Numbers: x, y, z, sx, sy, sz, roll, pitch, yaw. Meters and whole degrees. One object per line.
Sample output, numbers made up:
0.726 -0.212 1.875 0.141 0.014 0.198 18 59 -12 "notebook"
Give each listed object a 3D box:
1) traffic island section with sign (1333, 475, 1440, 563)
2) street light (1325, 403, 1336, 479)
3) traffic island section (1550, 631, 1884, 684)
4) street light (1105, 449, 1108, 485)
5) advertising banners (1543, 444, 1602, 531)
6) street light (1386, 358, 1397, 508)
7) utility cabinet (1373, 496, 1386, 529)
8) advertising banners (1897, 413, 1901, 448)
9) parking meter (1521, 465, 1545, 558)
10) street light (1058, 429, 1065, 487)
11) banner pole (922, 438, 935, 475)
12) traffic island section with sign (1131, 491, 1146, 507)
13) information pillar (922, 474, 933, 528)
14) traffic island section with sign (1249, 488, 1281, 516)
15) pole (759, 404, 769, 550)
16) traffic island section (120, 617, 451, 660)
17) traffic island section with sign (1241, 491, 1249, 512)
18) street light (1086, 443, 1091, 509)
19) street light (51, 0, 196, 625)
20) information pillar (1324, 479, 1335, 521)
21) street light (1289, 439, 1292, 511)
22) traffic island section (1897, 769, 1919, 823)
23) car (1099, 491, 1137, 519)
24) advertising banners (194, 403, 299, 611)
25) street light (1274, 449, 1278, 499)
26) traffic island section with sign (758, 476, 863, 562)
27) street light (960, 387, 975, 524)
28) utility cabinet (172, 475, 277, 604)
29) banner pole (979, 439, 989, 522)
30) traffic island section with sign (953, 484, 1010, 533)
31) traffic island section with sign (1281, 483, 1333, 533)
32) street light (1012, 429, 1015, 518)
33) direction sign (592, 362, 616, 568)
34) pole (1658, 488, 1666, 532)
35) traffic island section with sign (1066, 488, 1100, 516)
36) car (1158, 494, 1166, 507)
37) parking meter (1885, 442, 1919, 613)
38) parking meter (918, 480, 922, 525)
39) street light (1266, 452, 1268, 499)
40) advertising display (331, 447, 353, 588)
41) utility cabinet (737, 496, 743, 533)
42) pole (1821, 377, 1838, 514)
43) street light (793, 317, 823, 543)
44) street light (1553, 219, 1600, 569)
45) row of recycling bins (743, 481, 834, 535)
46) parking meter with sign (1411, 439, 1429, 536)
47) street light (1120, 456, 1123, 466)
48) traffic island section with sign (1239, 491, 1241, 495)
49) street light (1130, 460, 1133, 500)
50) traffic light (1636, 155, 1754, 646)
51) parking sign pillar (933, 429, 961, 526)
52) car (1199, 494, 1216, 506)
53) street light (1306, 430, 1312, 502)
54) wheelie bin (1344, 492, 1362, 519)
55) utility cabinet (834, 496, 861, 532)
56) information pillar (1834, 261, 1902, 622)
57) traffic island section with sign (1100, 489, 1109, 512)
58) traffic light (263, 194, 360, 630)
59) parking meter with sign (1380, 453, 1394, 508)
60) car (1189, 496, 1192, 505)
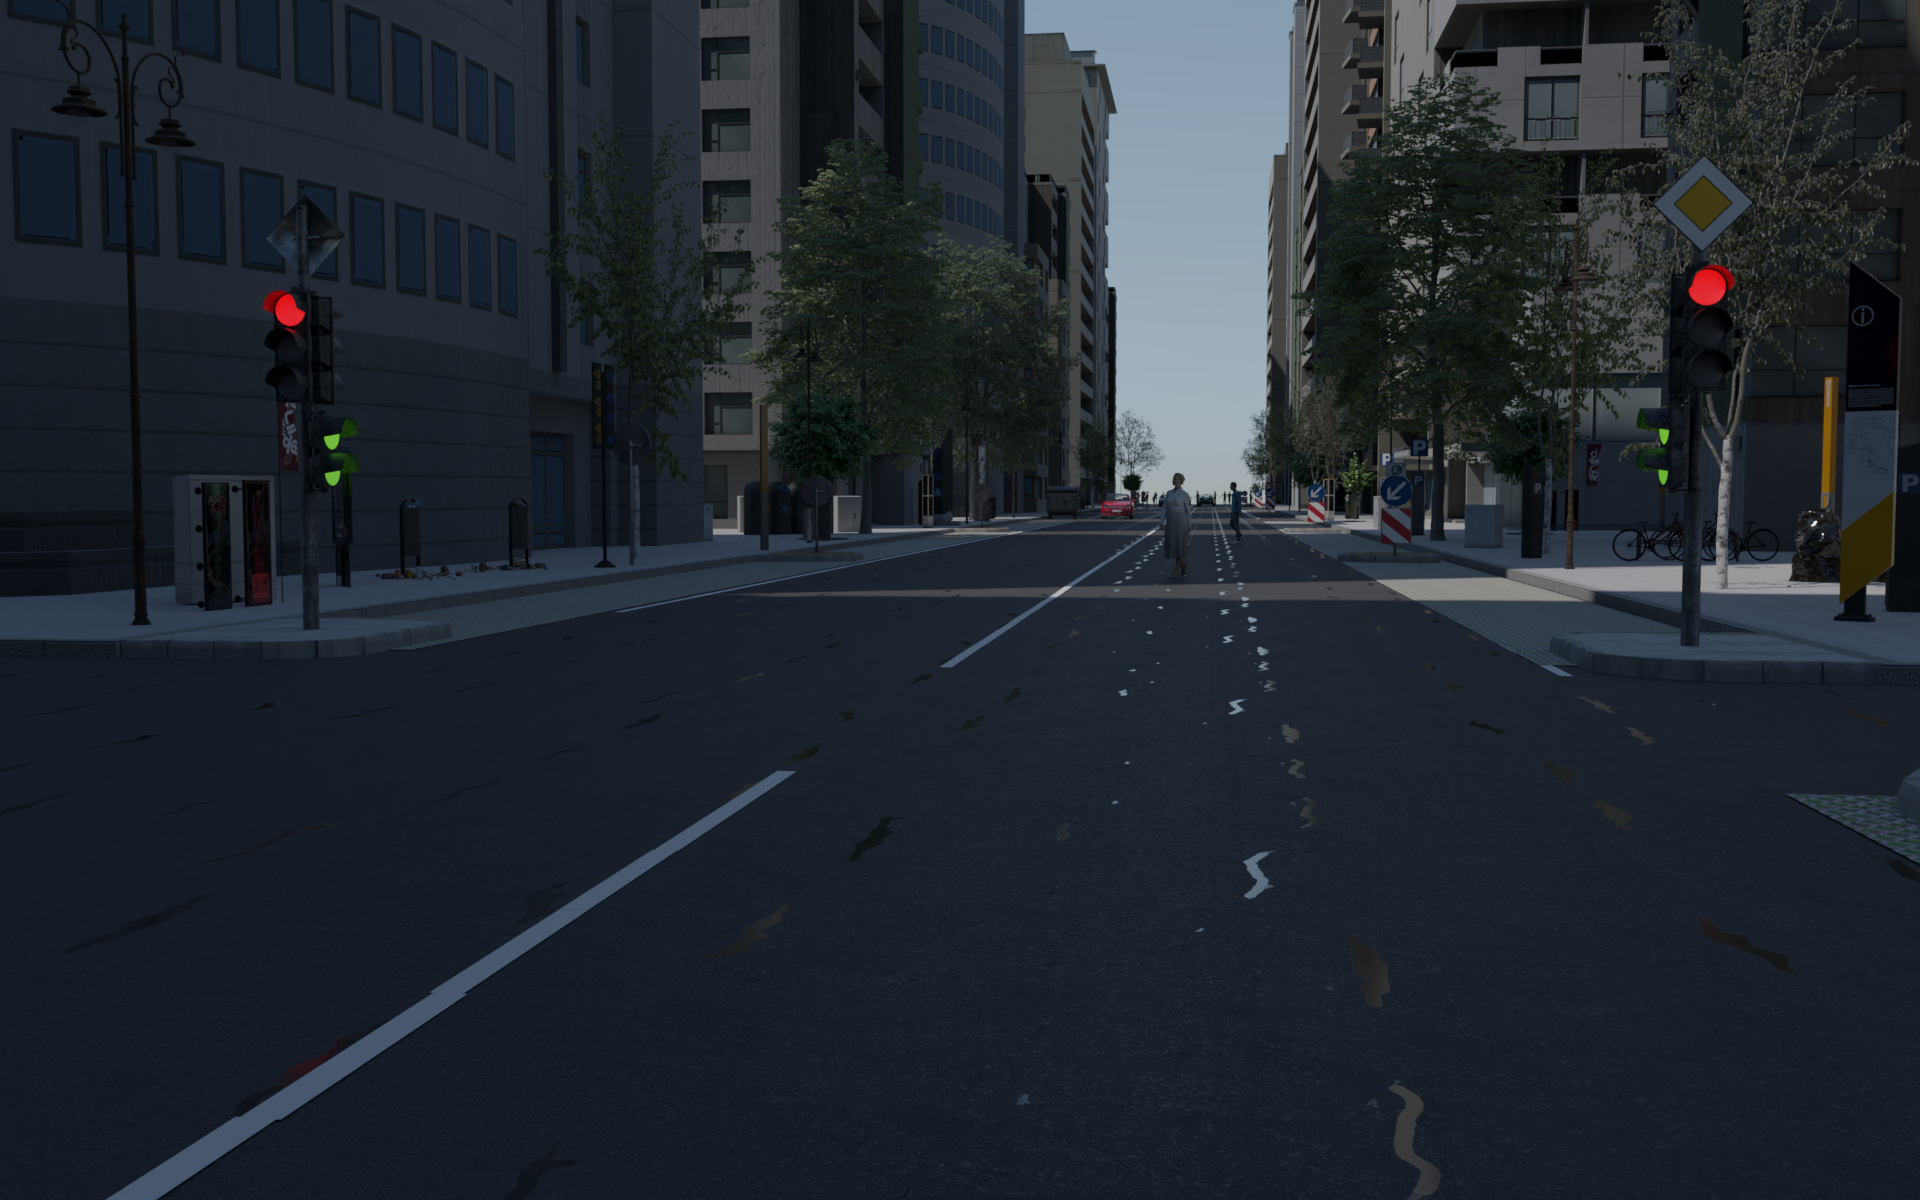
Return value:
9.079 -1.725 36.827 1.989 1.847 2.006 1 4 8 "traffic island section with sign"
18.727 -7.030 87.727 0.468 5.910 1.993 1 4 8 "street light"
6.194 0.467 14.647 2.009 0.180 2.903 1 4 8 "traffic island section"
14.758 -12.371 175.059 0.468 5.910 1.993 1 4 8 "street light"
21.236 -3.913 60.170 2.074 3.025 0.090 0 4 1 "advertising banners"
14.538 -5.237 58.415 0.468 5.910 1.993 1 4 8 "street light"
15.360 -3.195 63.408 0.306 1.237 1.020 0 4 4 "utility cabinet"
20.120 -2.493 36.941 0.090 3.025 2.074 1 4 18 "advertising banners"
11.451 -1.768 34.614 0.399 1.863 0.255 -2 4 -29 "parking meter"
7.053 -9.081 121.263 0.468 5.910 1.993 1 4 8 "street light"
-1.361 -5.305 76.753 0.863 3.779 0.401 -3 5 -42 "banner pole"
19.888 -11.512 196.847 1.989 1.847 2.006 1 4 8 "traffic island section with sign"
-1.208 -3.702 65.022 0.304 2.012 0.304 3 5 39 "information pillar"
19.989 -6.349 112.428 1.989 1.847 2.006 1 4 8 "traffic island section with sign"
-4.470 -2.793 39.515 0.158 3.312 0.155 0 3 0 "pole"
-6.168 0.358 16.431 2.009 0.180 2.903 1 4 8 "traffic island section"
23.957 -8.027 139.877 1.989 1.847 2.006 1 4 8 "traffic island section with sign"
11.093 -10.853 150.236 0.468 5.910 1.993 1 4 8 "street light"
-8.032 -2.693 16.812 0.468 5.910 1.993 1 4 8 "street light"
17.937 -4.851 83.807 0.304 2.012 0.304 0 4 -1 "information pillar"
25.729 -9.925 135.068 0.468 5.910 1.993 1 4 8 "street light"
5.053 0.950 6.744 2.009 0.180 2.903 1 4 8 "traffic island section"
9.072 -5.534 99.524 2.155 1.783 4.494 0 4 6 "car"
-8.065 -1.443 19.784 0.090 3.025 2.074 1 4 11 "advertising banners"
29.815 -11.698 164.052 0.468 5.910 1.993 1 4 8 "street light"
-3.150 -1.755 37.322 1.989 1.847 2.006 1 4 8 "traffic island section with sign"
0.295 -6.218 74.446 0.468 5.910 1.993 1 4 8 "street light"
-8.669 -0.719 20.429 0.318 1.500 1.173 2 4 29 "utility cabinet"
1.097 -5.430 78.795 0.401 3.779 0.863 -3 4 -37 "banner pole"
0.838 -3.446 64.969 1.989 1.847 2.006 1 4 8 "traffic island section with sign"
13.008 -3.389 64.038 1.989 1.847 2.006 1 4 8 "traffic island section with sign"
2.877 -7.327 92.590 0.468 5.910 1.993 1 4 8 "street light"
-6.208 -2.336 30.192 0.379 3.537 0.876 1 4 11 "direction sign"
23.915 -3.982 58.944 0.158 3.312 0.155 0 3 0 "pole"
8.082 -6.508 115.029 1.989 1.847 2.006 1 4 8 "traffic island section with sign"
23.501 -11.449 196.983 2.009 1.686 4.222 1 4 10 "car"
10.288 -0.804 18.851 0.399 1.863 0.255 1 4 20 "parking meter"
-1.593 -4.094 72.646 0.255 1.863 0.399 -1 4 -15 "parking meter"
33.043 -13.063 186.371 0.468 5.910 1.993 1 4 8 "street light"
-8.602 -1.155 24.105 0.123 1.923 0.974 -2 4 -29 "advertising display"
-6.907 -2.858 57.894 1.020 1.237 0.306 -2 4 -25 "utility cabinet"
15.233 -2.234 30.362 0.158 3.312 0.155 0 3 0 "pole"
-3.957 -4.439 45.365 0.468 5.910 1.993 1 4 8 "street light"
10.402 -3.462 29.386 0.468 5.910 1.993 1 4 8 "street light"
-5.504 -2.955 55.424 1.069 1.692 3.534 3 5 42 "row of recycling bins"
14.334 -3.547 54.247 0.543 3.016 1.738 1 4 18 "parking meter with sign"
18.960 -14.140 203.982 0.468 5.910 1.993 1 4 8 "street light"
31.841 -11.362 194.388 1.989 1.847 2.006 1 4 8 "traffic island section with sign"
23.100 -15.926 233.169 0.468 5.910 1.993 1 4 8 "street light"
6.156 -1.567 14.539 0.839 4.253 0.868 1 4 8 "traffic light"
-0.693 -5.041 70.886 1.447 3.967 1.447 1 4 19 "parking sign pillar"
29.772 -12.067 209.098 2.131 1.459 4.920 1 4 10 "car"
21.410 -8.142 105.911 0.468 5.910 1.993 1 4 8 "street light"
20.105 -4.931 88.526 0.693 1.594 0.980 3 5 40 "wheelie bin"
-3.765 -2.885 58.330 1.020 1.237 0.306 -3 4 -38 "utility cabinet"
9.097 -1.589 17.331 0.504 3.616 0.183 3 5 43 "information pillar"
11.972 -8.158 142.018 1.989 1.847 2.006 1 4 8 "traffic island section with sign"
-6.130 -1.674 16.291 0.839 4.253 0.868 1 4 8 "traffic light"
17.803 -4.662 72.490 0.543 3.016 1.738 1 4 18 "parking meter with sign"
29.116 -13.039 224.993 2.131 1.459 4.920 0 4 8 "car"
